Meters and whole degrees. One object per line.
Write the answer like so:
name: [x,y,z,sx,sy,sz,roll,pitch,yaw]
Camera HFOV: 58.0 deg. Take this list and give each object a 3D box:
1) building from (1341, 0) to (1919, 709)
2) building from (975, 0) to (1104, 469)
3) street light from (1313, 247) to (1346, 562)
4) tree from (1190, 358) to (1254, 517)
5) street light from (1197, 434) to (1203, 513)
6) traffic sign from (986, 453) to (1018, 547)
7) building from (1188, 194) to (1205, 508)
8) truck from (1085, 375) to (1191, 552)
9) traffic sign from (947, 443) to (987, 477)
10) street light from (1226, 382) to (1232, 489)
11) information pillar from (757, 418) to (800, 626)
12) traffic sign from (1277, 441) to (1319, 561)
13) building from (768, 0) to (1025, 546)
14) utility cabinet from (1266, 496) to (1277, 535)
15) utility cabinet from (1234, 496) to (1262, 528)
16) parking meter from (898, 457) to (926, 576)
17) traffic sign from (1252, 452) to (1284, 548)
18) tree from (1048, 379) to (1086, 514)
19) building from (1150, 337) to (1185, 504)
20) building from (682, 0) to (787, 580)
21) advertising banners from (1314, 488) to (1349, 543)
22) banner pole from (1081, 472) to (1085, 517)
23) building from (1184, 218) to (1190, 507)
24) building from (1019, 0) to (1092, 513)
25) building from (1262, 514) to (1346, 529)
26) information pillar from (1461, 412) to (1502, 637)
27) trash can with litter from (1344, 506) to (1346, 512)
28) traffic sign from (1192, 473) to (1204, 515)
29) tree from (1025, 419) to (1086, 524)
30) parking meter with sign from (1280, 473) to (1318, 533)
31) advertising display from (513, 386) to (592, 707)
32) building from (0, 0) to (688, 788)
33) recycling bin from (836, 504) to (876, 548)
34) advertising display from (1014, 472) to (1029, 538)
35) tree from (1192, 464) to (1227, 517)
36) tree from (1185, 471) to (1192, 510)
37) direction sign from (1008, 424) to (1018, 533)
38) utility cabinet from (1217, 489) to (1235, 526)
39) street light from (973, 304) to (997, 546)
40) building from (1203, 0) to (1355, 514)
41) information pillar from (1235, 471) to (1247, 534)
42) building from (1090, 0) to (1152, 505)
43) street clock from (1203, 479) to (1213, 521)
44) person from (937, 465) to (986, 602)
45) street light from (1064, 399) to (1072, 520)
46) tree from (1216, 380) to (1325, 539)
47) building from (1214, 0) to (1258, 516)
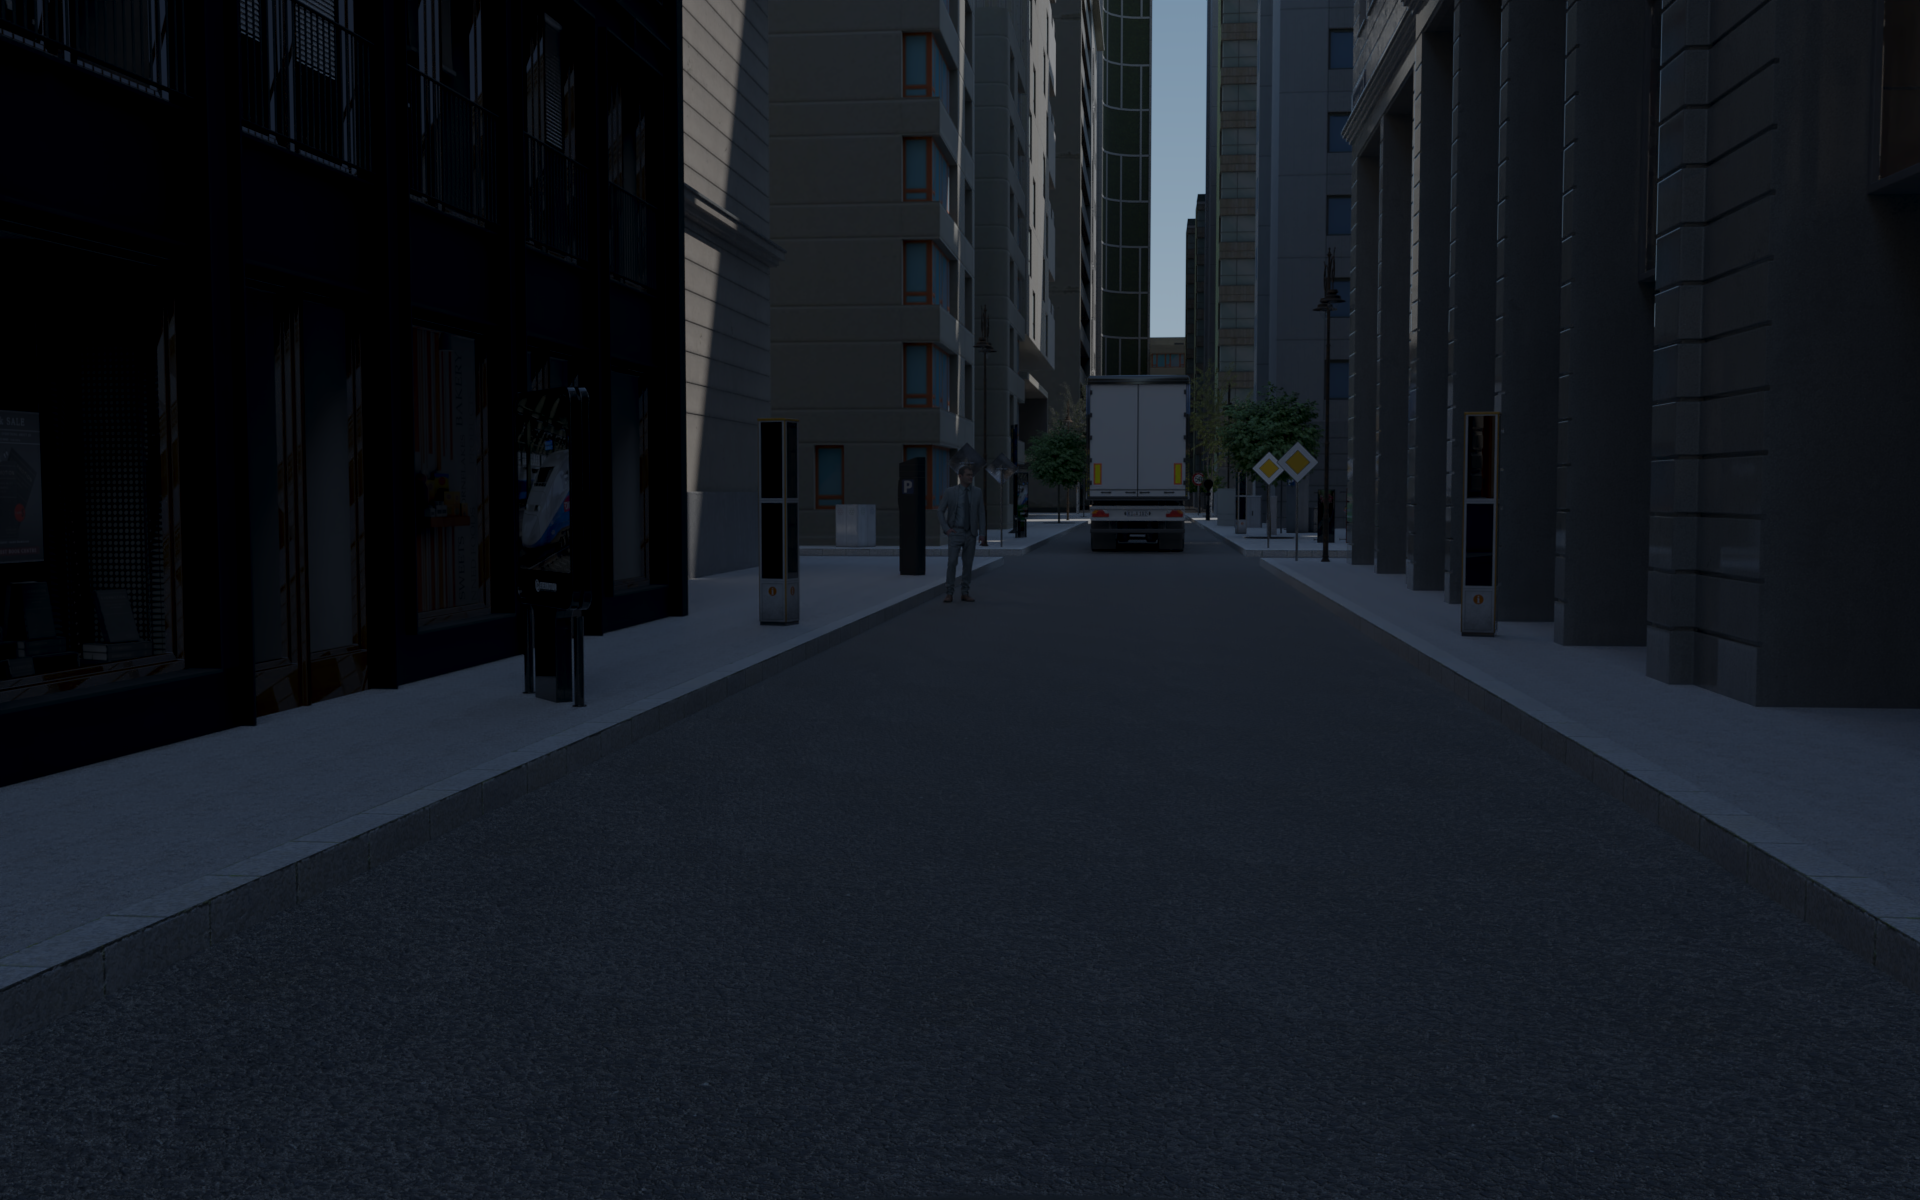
building: [10.928,-14.593,16.093,11.434,29.767,29.804,0,4,6]
building: [0.560,-36.014,178.061,27.495,52.752,28.713,0,4,6]
street light: [6.923,-3.660,32.627,0.468,5.910,1.993,0,4,6]
tree: [13.985,-8.829,94.718,4.737,8.622,4.395,0,3,0]
street light: [15.901,-8.681,114.726,0.468,5.910,1.993,0,4,6]
traffic sign: [1.005,-2.329,41.729,0.795,2.450,0.064,0,4,6]
building: [29.756,-24.241,168.047,14.160,30.474,14.107,0,4,6]
truck: [4.783,-3.519,46.445,2.839,4.237,11.283,0,4,6]
traffic sign: [0.134,-1.844,33.792,0.795,2.450,0.064,0,4,6]
street light: [11.141,-6.058,71.832,0.468,5.910,1.993,0,4,6]
information pillar: [-1.771,-0.762,16.943,0.304,2.012,0.304,1,4,21]
traffic sign: [6.438,-1.801,33.082,0.795,2.450,0.064,0,4,6]
building: [-12.665,-13.015,57.834,27.650,21.520,28.899,0,4,6]
utility cabinet: [9.834,-2.662,54.687,0.306,1.237,1.020,0,4,8]
utility cabinet: [11.005,-3.361,66.117,1.020,1.237,0.306,1,4,22]
parking meter: [-0.760,-1.325,27.381,0.399,1.863,0.255,2,4,34]
traffic sign: [7.309,-2.286,41.020,0.795,2.450,0.064,0,4,6]
tree: [7.286,-9.785,110.350,4.360,8.622,3.978,0,3,0]
building: [37.849,-22.498,212.882,28.899,21.520,27.650,0,4,6]
building: [-15.116,-14.621,26.445,23.554,28.519,14.401,0,4,6]
advertising banners: [10.296,-2.996,45.170,2.074,3.025,0.090,1,4,19]
banner pole: [6.818,-6.495,96.213,0.401,3.779,0.863,-1,4,-12]
building: [30.713,-25.122,182.445,14.160,30.474,14.107,0,4,6]
building: [-1.343,-30.835,127.859,21.300,48.544,21.600,0,4,6]
building: [23.661,-32.626,75.441,21.231,58.520,28.212,0,4,6]
information pillar: [4.704,-0.681,15.634,0.304,2.012,0.304,1,4,21]
trash can with litter: [10.778,-2.179,47.019,0.624,1.170,1.055,1,4,18]
traffic sign: [14.276,-6.334,103.671,0.768,2.556,0.104,1,4,15]
tree: [4.433,-5.643,75.979,4.285,4.588,4.351,0,3,0]
parking meter with sign: [11.111,-3.704,56.825,1.738,3.016,0.543,-3,4,-38]
advertising display: [-2.534,-0.338,10.748,0.123,1.923,0.974,-2,4,-34]
building: [-9.845,-11.055,10.422,12.332,23.373,15.834,0,4,6]
recycling bin: [-2.525,-1.797,41.931,0.722,1.027,0.722,2,4,34]
advertising display: [1.791,-2.787,50.782,0.123,1.923,0.974,1,4,21]
tree: [14.334,-6.365,98.672,1.663,3.219,1.824,0,3,0]
tree: [17.972,-8.153,127.900,1.663,3.219,1.824,0,3,0]
direction sign: [1.767,-3.946,56.517,0.379,3.537,0.876,-1,4,-11]
utility cabinet: [10.822,-3.708,69.312,0.318,1.500,1.173,-3,4,-36]
street light: [0.614,-4.256,42.366,0.468,5.910,1.993,0,4,6]
building: [31.260,-36.929,145.780,21.231,58.520,28.212,0,4,6]
information pillar: [9.039,-3.132,55.698,0.304,2.012,0.304,-1,4,-9]
building: [12.771,-47.187,209.760,20.611,71.187,20.563,0,4,6]
street clock: [12.024,-4.857,83.984,0.471,2.002,0.358,0,4,-5]
person: [0.028,-0.885,23.070,0.635,1.810,0.391,-1,4,-22]
street light: [5.282,-6.843,84.666,0.468,5.910,1.993,0,4,6]
tree: [9.031,-4.065,50.180,4.285,4.588,4.351,0,3,0]
building: [22.937,-25.919,107.369,14.154,41.232,14.086,0,4,6]
